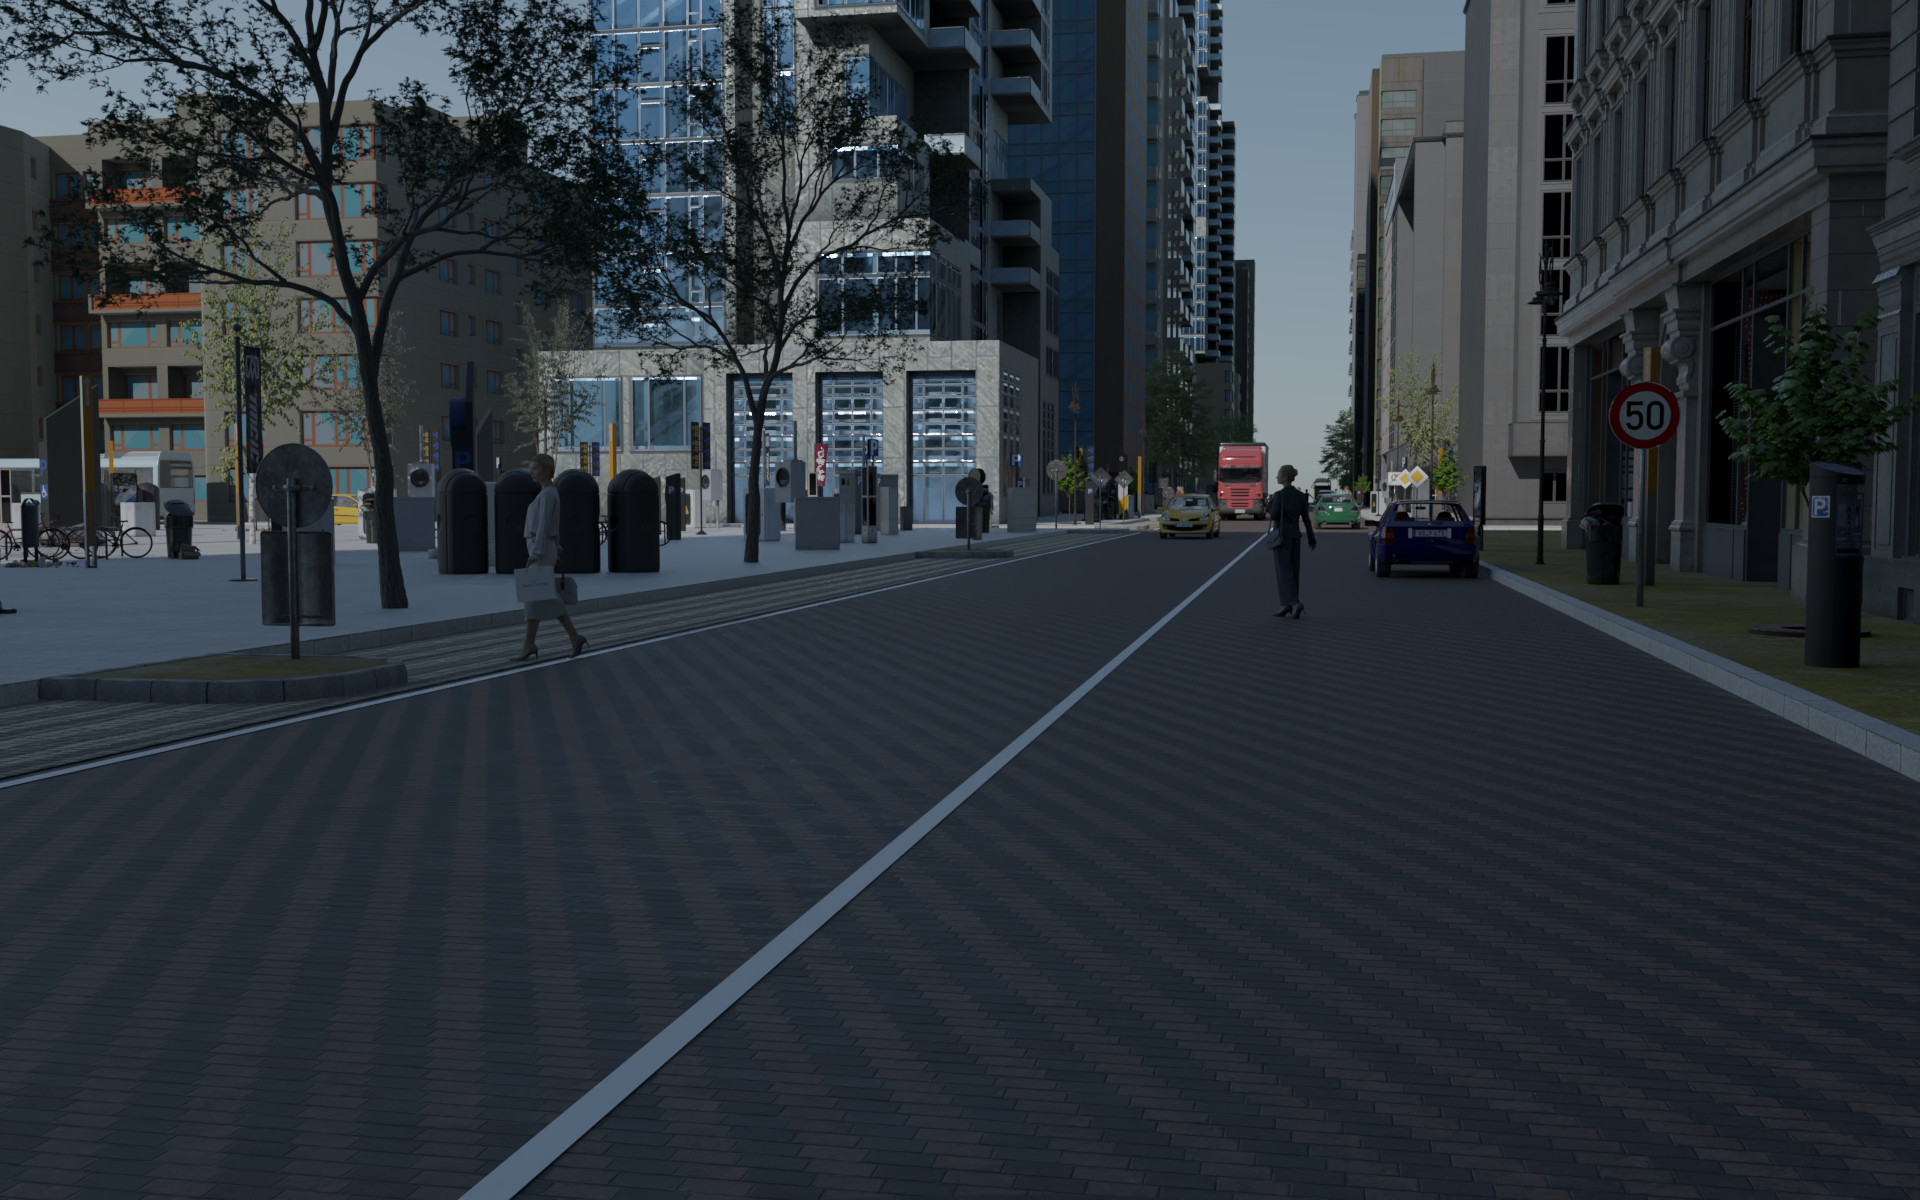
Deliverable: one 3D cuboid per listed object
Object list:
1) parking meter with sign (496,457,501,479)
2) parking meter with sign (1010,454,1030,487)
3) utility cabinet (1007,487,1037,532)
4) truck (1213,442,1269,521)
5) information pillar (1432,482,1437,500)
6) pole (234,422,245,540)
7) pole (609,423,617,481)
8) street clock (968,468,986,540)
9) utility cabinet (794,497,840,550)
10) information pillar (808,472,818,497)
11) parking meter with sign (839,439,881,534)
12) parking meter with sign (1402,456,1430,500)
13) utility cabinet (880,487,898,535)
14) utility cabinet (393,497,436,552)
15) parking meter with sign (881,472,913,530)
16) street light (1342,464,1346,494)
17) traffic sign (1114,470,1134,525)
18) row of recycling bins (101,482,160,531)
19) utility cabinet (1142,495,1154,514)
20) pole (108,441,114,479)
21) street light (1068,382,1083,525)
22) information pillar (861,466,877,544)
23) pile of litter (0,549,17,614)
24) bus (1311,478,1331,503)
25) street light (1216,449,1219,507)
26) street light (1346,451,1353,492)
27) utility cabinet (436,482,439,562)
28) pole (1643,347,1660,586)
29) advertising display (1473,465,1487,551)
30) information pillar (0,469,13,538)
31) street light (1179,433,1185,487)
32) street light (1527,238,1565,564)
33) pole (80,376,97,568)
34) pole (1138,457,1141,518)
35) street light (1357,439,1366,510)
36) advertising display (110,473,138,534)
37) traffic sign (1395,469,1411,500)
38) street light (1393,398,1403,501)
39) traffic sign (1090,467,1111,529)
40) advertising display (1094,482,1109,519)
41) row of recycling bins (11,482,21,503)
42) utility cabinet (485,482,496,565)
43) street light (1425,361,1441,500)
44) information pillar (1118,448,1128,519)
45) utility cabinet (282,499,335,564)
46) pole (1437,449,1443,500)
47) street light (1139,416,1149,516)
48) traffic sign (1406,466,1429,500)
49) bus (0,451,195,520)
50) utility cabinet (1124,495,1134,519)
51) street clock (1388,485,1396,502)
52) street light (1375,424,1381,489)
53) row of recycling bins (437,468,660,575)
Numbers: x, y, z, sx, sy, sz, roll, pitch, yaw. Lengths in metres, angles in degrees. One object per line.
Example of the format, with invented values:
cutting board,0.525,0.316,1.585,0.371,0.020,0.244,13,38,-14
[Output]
parking meter with sign,-20.942,-5.232,81.804,1.738,3.016,0.543,-2,4,-30
parking meter with sign,2.764,-4.837,75.343,0.543,3.016,1.738,2,4,24
utility cabinet,2.057,-3.005,57.808,0.318,1.500,1.173,3,5,42
truck,15.738,-6.555,96.088,2.839,4.237,11.283,1,4,11
information pillar,23.128,-4.873,84.160,0.304,2.012,0.304,-2,4,-26
pole,-20.219,-3.350,48.613,0.158,3.312,0.155,0,3,0
pole,-9.963,-3.421,49.770,0.158,3.312,0.155,0,3,0
street clock,0.477,-2.689,48.541,0.471,2.002,0.358,3,5,43
utility cabinet,-3.292,-1.755,39.859,1.020,1.237,0.306,-1,4,-12
information pillar,-4.933,-3.282,58.153,0.304,2.012,0.304,0,4,-1
parking meter with sign,-3.472,-3.605,55.202,1.738,3.016,0.543,2,4,29
parking meter with sign,21.477,-5.156,80.563,1.738,3.016,0.543,0,4,-2
utility cabinet,-2.220,-2.806,54.551,0.318,1.500,1.173,-1,4,-16
utility cabinet,-12.320,-1.693,38.846,1.020,1.237,0.306,-2,4,-28
parking meter with sign,-2.521,-3.945,60.763,1.738,3.016,0.543,-2,4,-28
street light,48.322,-14.934,216.956,0.468,5.910,1.993,1,4,11
traffic sign,6.726,-4.126,71.097,0.795,2.450,0.064,1,4,11
row of recycling bins,-29.415,-3.279,60.732,1.069,1.692,3.534,1,4,10
utility cabinet,12.442,-6.327,114.606,0.306,1.237,1.020,3,5,44
pole,-32.554,-4.443,66.490,0.158,3.312,0.155,0,3,0
street light,4.775,-6.048,71.671,0.468,5.910,1.993,1,4,11
information pillar,-2.358,-2.480,45.046,0.304,2.012,0.304,-3,4,-37
pile of litter,-10.758,-0.279,18.527,1.176,0.858,1.719,-2,4,-26
bus,55.790,-16.860,267.205,2.896,3.916,12.252,1,4,10
street light,26.232,-12.461,176.532,0.468,5.910,1.993,1,4,11
street light,42.431,-13.158,187.917,0.468,5.910,1.993,1,4,11
utility cabinet,-9.755,-1.480,32.884,0.318,1.500,1.173,-1,4,-15
pole,9.612,-1.854,24.160,0.158,3.312,0.155,0,3,0
advertising display,11.796,-2.087,39.340,0.123,1.923,0.974,0,4,7
information pillar,-27.669,-2.796,50.200,0.304,2.012,0.304,-2,4,-35
street light,16.694,-9.627,130.183,0.468,5.910,1.993,1,4,11
street light,10.607,-3.591,31.495,0.468,5.910,1.993,1,4,11
pole,-15.077,-2.209,29.958,0.158,3.312,0.155,0,3,0
pole,9.744,-6.129,94.060,0.158,3.312,0.155,0,3,0
street light,33.027,-10.351,142.025,0.468,5.910,1.993,1,4,11
advertising display,-25.510,-2.915,52.866,0.123,1.923,0.974,1,4,19
traffic sign,17.691,-3.988,68.847,0.795,2.450,0.064,1,4,11
street light,21.111,-6.773,83.531,0.468,5.910,1.993,1,4,11
traffic sign,5.129,-3.647,63.273,0.795,2.450,0.064,1,4,11
advertising display,7.373,-5.237,90.839,0.974,1.923,0.123,3,5,43
row of recycling bins,-31.668,-2.939,55.170,3.534,1.692,1.069,0,4,1
utility cabinet,-8.721,-1.375,31.165,1.173,1.500,0.318,2,4,27
street light,16.500,-5.367,60.533,0.468,5.910,1.993,1,4,11
information pillar,8.228,-5.886,87.592,0.504,3.616,0.183,-1,4,-16
utility cabinet,-11.737,-1.228,31.240,0.306,1.237,1.020,1,4,22
pole,21.566,-5.137,77.835,0.158,3.312,0.155,0,3,0
street light,10.680,-7.824,100.707,0.468,5.910,1.993,1,4,11
traffic sign,16.094,-3.509,61.022,0.795,2.450,0.064,1,4,11
bus,-40.468,-4.983,76.329,13.247,3.499,2.948,1,4,11
utility cabinet,8.669,-4.786,89.409,0.306,1.237,1.020,-1,4,-12
street clock,20.302,-4.697,81.367,0.358,2.002,0.471,-1,4,-9
street light,27.181,-8.547,112.534,0.468,5.910,1.993,1,4,11
row of recycling bins,-6.674,-1.288,28.172,3.534,1.692,1.069,-1,4,-11
